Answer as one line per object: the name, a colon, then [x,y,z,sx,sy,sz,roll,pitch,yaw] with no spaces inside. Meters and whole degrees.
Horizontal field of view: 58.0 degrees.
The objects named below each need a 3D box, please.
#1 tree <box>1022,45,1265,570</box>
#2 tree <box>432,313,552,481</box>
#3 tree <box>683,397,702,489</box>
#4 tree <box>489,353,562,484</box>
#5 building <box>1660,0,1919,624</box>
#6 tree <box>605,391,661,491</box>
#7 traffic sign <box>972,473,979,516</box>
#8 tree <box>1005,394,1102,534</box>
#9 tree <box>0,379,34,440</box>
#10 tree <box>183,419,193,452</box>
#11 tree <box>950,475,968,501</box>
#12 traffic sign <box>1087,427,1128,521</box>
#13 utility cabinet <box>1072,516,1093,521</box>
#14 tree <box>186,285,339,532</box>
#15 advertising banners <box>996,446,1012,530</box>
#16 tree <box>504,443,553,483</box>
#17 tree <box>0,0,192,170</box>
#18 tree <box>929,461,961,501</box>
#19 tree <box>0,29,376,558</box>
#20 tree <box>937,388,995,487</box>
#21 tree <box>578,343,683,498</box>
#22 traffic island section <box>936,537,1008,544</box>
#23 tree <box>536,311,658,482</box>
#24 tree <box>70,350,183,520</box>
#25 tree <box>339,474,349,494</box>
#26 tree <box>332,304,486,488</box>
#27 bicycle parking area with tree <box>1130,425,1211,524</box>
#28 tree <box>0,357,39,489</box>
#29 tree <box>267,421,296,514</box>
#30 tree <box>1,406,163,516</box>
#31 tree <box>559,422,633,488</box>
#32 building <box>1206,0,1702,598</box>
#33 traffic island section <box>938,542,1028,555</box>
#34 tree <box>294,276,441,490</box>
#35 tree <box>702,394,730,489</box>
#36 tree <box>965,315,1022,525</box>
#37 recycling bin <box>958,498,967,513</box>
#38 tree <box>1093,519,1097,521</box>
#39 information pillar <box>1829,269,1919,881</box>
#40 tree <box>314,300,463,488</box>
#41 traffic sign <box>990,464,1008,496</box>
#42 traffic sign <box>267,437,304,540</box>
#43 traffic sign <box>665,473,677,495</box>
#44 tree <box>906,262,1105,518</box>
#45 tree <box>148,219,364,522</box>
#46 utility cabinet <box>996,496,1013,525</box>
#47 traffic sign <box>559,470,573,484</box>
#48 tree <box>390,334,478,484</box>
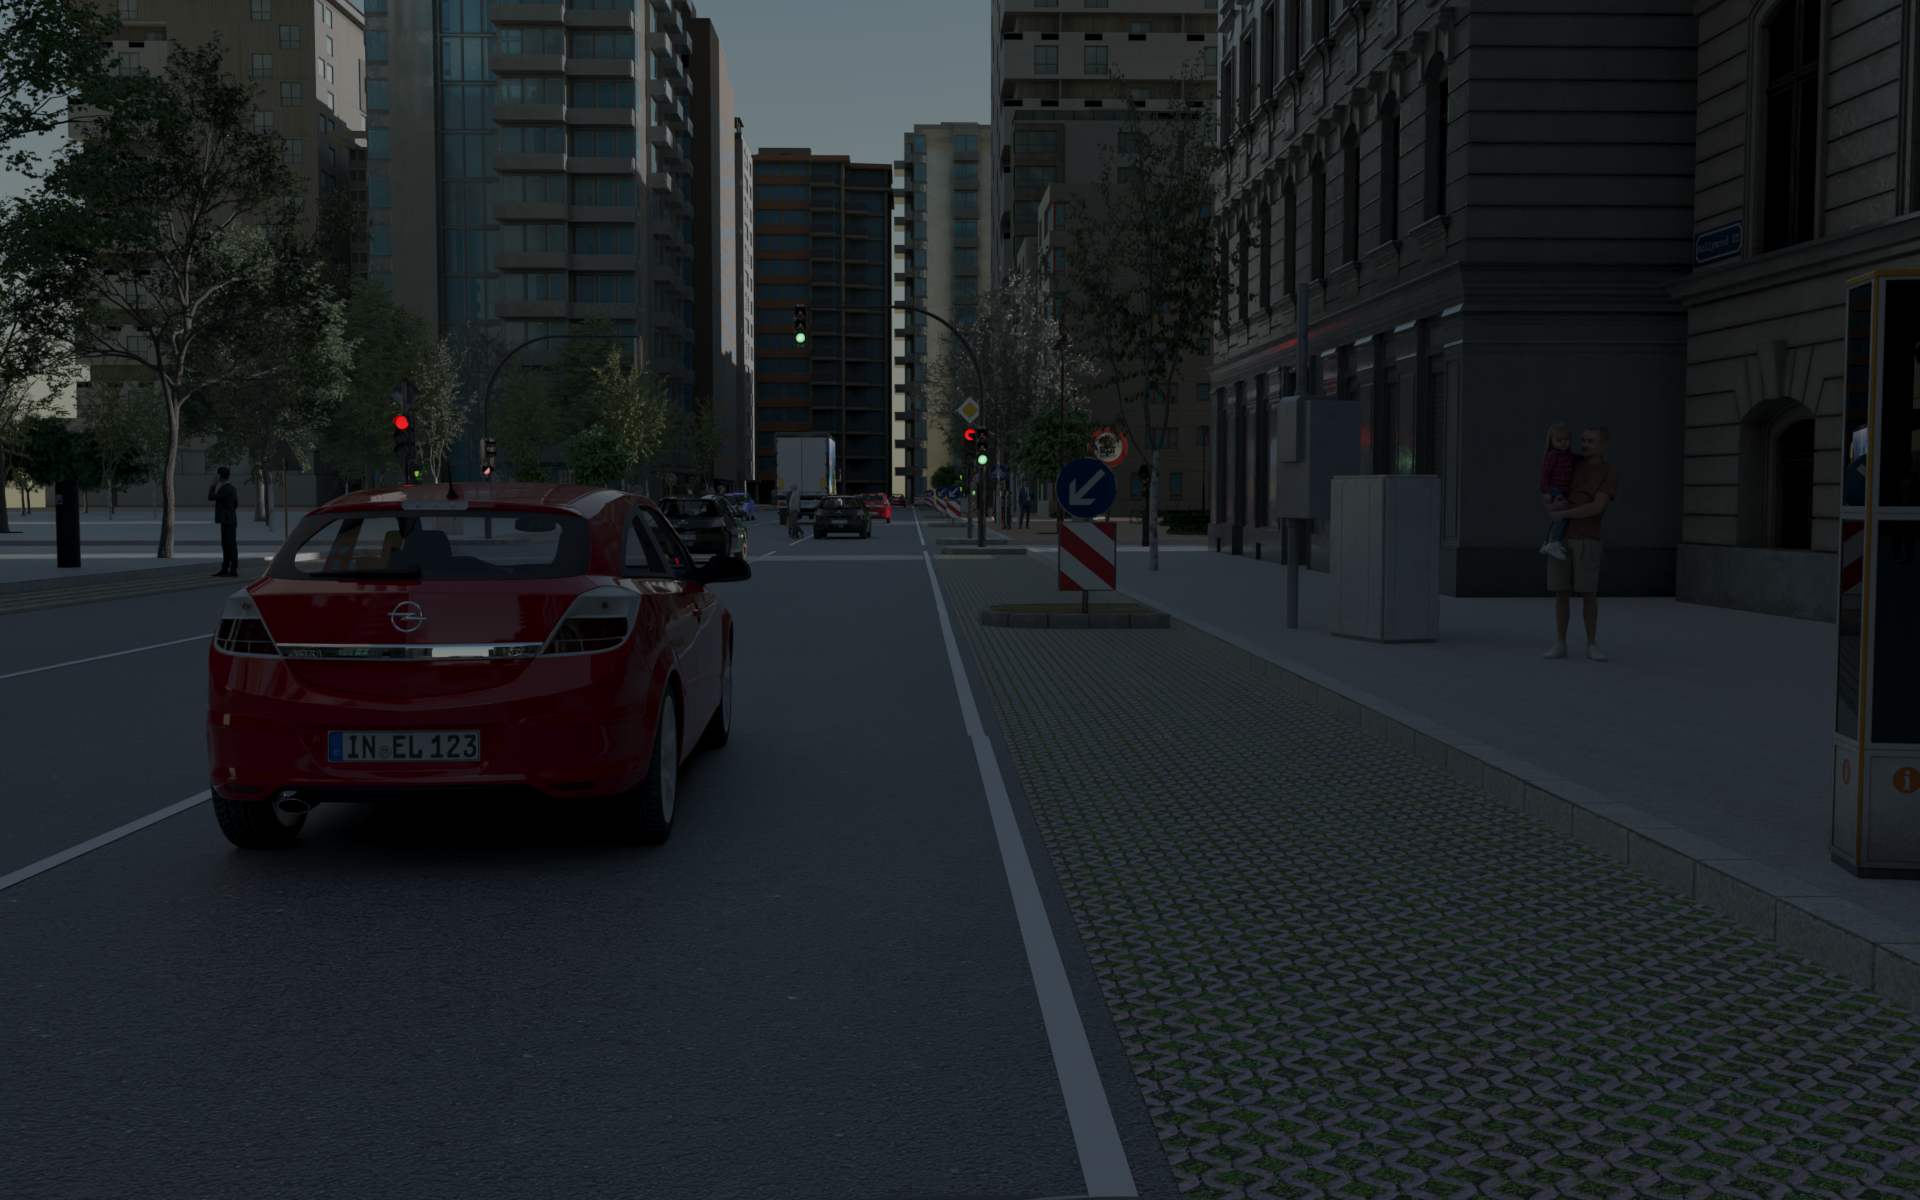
tree: [3.236,-4.820,29.162,4.360,8.622,3.978,0,3,0]
tree: [-32.721,-12.740,118.667,12.009,13.543,11.850,0,3,0]
tree: [-17.364,-8.947,96.642,4.737,8.622,4.395,0,3,0]
tree: [-22.250,-8.493,89.227,4.737,8.622,4.395,0,3,0]
building: [14.194,-11.260,3.180,14.460,24.649,34.723,0,4,-2]
tree: [-21.766,-10.069,114.990,4.360,8.622,3.978,0,3,0]
traffic sign: [1.024,-6.161,100.845,0.768,2.556,0.104,0,4,6]
tree: [3.230,-4.399,55.631,4.285,4.588,4.351,0,3,0]
tree: [-41.691,-7.499,72.969,4.360,8.622,3.978,0,3,0]
tree: [-43.059,-8.721,92.957,4.737,8.622,4.395,0,3,0]
tree: [0.184,-9.367,147.751,1.663,3.219,1.824,0,3,0]
traffic sign: [2.812,-2.014,33.042,0.768,2.556,0.104,0,4,4]
utility cabinet: [2.670,-1.795,38.030,0.318,1.500,1.173,0,4,-5]
tree: [-23.638,-6.617,58.545,4.360,8.622,3.978,0,3,0]
advertising banners: [1.581,-4.086,62.988,0.090,3.025,2.074,-1,4,-13]
tree: [-16.013,-4.307,65.013,1.663,3.219,1.824,0,3,0]
tree: [-14.974,-6.029,24.323,9.928,11.665,9.643,0,3,0]
tree: [-1.160,-11.380,169.780,4.285,4.588,4.351,0,3,0]
tree: [-15.639,-6.120,34.483,7.601,10.594,8.767,0,4,0]
tree: [0.526,-10.018,114.151,4.737,8.622,4.395,0,3,0]
tree: [-16.372,-8.252,85.284,4.737,8.622,4.395,0,3,0]
traffic island section: [0.306,-1.696,50.006,2.009,0.180,2.903,0,4,-2]
tree: [-22.898,-11.621,108.129,7.486,12.596,7.792,0,3,0]
tree: [-42.318,-8.325,86.477,4.737,8.622,4.395,0,3,0]
tree: [-42.937,-10.458,121.350,4.360,8.622,3.978,0,3,0]
tree: [-21.532,-7.107,66.562,4.737,8.622,4.395,0,3,0]
bicycle parking area with tree: [11.704,-5.360,74.638,8.231,4.147,9.016,-3,4,-38]
tree: [-43.614,-7.830,78.376,4.737,8.622,4.395,0,3,0]
tree: [-43.240,-9.730,109.454,4.737,8.622,4.395,0,3,0]
tree: [-57.532,-9.027,110.505,11.467,7.101,20.602,-3,4,-36]
tree: [-16.473,-5.793,78.426,4.285,4.588,4.351,0,3,0]
building: [10.562,-11.052,29.858,9.793,20.994,18.267,0,4,-2]
traffic island section: [0.541,-1.208,42.024,2.009,0.180,2.903,0,4,-2]
tree: [-30.774,-10.503,89.858,7.486,12.596,7.792,0,3,0]
tree: [-18.517,-10.738,125.921,4.737,8.622,4.395,0,3,0]
tree: [2.329,-7.362,70.737,4.360,8.622,3.978,0,3,0]
recycling bin: [0.305,-6.430,117.681,0.722,1.027,0.722,1,4,19]
tree: [5.988,-5.461,83.889,1.663,3.219,1.824,0,3,0]
information pillar: [3.161,-0.082,5.834,0.304,2.012,0.304,1,4,10]
tree: [-33.877,-11.282,101.474,9.611,12.733,9.660,0,3,0]
traffic sign: [1.643,-4.506,73.778,0.768,2.556,0.104,0,4,4]
traffic sign: [-15.484,-2.432,39.766,0.884,2.594,0.081,0,4,6]
traffic sign: [-17.434,-6.385,104.495,0.768,2.556,0.104,0,4,4]
tree: [2.349,-11.040,90.880,12.009,13.543,11.850,0,3,0]
tree: [-32.582,-10.624,80.354,9.857,13.997,8.962,0,3,0]
utility cabinet: [1.866,-3.788,73.097,0.306,1.237,1.020,-2,4,-25]
traffic sign: [-16.572,-4.329,72.911,0.606,2.300,0.079,0,4,0]
tree: [-24.256,-7.919,79.842,4.360,8.622,3.978,0,3,0]
